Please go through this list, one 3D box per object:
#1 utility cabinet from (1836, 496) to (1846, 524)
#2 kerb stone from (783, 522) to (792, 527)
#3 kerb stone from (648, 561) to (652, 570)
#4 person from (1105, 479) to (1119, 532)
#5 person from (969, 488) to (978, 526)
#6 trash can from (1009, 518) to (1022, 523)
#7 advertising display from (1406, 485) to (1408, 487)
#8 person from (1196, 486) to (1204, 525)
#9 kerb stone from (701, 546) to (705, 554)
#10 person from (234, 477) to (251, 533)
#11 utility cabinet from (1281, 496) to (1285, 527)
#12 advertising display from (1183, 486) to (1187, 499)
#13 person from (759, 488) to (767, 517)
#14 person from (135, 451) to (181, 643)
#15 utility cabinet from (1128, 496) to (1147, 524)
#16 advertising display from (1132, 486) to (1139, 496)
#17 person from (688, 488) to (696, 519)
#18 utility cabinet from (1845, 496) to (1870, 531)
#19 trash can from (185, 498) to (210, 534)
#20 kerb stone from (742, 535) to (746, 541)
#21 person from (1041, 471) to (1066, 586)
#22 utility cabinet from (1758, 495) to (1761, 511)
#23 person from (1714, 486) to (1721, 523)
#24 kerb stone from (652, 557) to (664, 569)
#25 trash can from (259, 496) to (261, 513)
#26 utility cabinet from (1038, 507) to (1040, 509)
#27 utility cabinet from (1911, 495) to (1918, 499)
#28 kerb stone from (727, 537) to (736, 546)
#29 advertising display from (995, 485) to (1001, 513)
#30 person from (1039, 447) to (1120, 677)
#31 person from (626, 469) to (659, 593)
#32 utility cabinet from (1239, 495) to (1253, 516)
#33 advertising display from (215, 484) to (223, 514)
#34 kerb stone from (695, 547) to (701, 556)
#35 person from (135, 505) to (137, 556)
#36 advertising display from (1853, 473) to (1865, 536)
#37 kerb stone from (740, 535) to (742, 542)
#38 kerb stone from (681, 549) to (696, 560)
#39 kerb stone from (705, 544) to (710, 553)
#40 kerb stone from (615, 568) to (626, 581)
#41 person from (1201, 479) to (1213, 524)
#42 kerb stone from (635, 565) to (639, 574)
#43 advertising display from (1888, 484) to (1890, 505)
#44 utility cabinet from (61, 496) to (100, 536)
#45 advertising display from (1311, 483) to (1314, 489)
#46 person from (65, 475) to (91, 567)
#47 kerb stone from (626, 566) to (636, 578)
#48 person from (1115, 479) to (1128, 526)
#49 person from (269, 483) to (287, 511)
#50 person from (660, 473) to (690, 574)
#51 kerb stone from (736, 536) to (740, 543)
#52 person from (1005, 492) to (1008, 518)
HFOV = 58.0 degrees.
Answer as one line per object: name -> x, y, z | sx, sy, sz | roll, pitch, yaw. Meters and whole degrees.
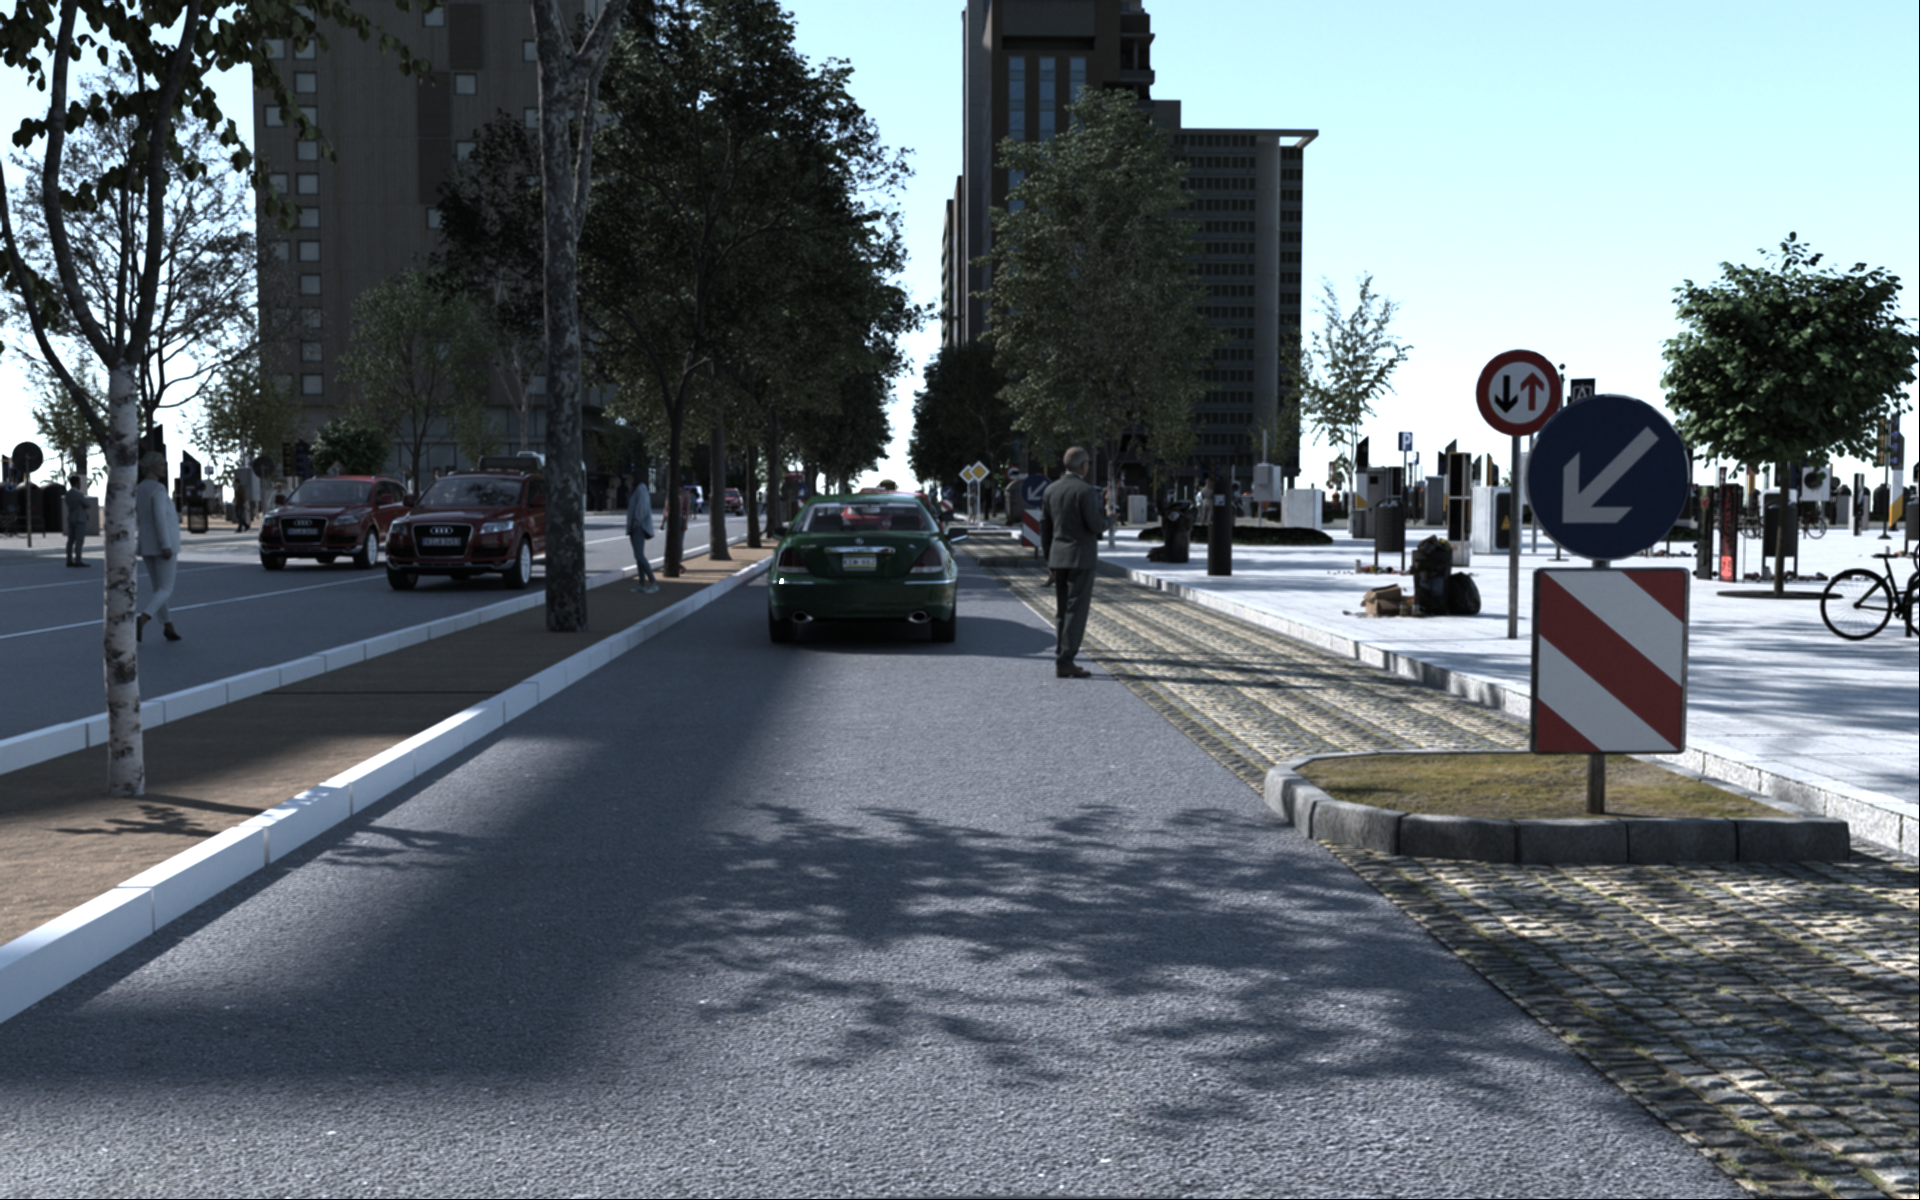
utility cabinet -> 37.877, -3.823, 73.673 | 1.020, 1.237, 0.306 | 2, 4, 28
kerb stone -> -7.604, -3.307, 76.267 | 0.120, 0.150, 1.000 | 0, 4, -2
kerb stone -> -5.828, -0.579, 31.754 | 0.120, 0.150, 1.000 | 0, 4, -2
person -> 5.119, -3.195, 58.262 | 0.573, 1.828, 0.580 | -2, 4, -25
person -> 0.580, -4.108, 76.662 | 0.512, 1.701, 0.522 | 1, 4, 21
trash can -> 2.452, -3.955, 76.313 | 0.748, 1.137, 0.748 | 0, 3, 0
advertising display -> 32.918, -7.561, 128.835 | 0.123, 1.923, 0.974 | -2, 4, -27
person -> 10.061, -3.946, 72.367 | 0.330, 1.601, 0.589 | 0, 4, -6
kerb stone -> -6.200, -1.145, 40.964 | 0.120, 0.150, 1.000 | 0, 4, -2
person -> -24.016, -3.170, 57.775 | 0.656, 1.842, 0.836 | 1, 4, 15
utility cabinet -> 13.012, -3.463, 67.783 | 0.306, 1.237, 1.020 | -2, 4, -33
advertising display -> 18.189, -8.251, 140.124 | 0.123, 1.923, 0.974 | 1, 4, 17
person -> -12.028, -6.019, 106.750 | 0.661, 1.843, 0.795 | 3, 5, 42
person -> -7.770, -0.506, 16.657 | 0.514, 1.842, 0.818 | 1, 4, 16
utility cabinet -> 7.638, -3.874, 74.501 | 0.306, 1.237, 1.020 | 3, 5, 42
advertising display -> 13.787, -8.108, 137.781 | 0.974, 1.923, 0.123 | 2, 4, 35
person -> -15.338, -5.522, 99.026 | 0.529, 1.795, 0.600 | -1, 4, -15
utility cabinet -> 31.622, -3.045, 60.948 | 0.306, 1.237, 1.020 | 0, 4, 6
trash can -> -24.867, -2.743, 56.494 | 0.748, 1.137, 0.748 | 0, 3, 0
kerb stone -> -6.646, -1.836, 52.220 | 0.120, 0.150, 1.000 | 0, 4, -2
person -> 1.521, -1.106, 26.859 | 0.573, 1.790, 0.520 | 0, 4, -3
utility cabinet -> 52.991, -6.280, 113.834 | 1.020, 1.237, 0.306 | -1, 4, -9
person -> 29.118, -3.540, 66.342 | 0.622, 1.834, 0.822 | -3, 5, -43
kerb stone -> -5.916, -0.704, 33.808 | 0.120, 0.150, 1.000 | 0, 4, -2
trash can -> -45.998, -6.203, 113.065 | 0.748, 1.137, 0.748 | 0, 3, 0
utility cabinet -> 3.601, -4.771, 89.165 | 1.020, 1.237, 0.306 | -1, 4, -21
utility cabinet -> 56.593, -5.649, 103.520 | 0.306, 1.237, 1.020 | -1, 4, -22
kerb stone -> -6.523, -1.640, 49.148 | 0.120, 0.150, 1.000 | 0, 4, -2
advertising display -> 2.510, -6.869, 117.525 | 0.123, 1.923, 0.974 | -2, 4, -30
person -> 0.954, -0.306, 13.686 | 0.590, 1.801, 0.661 | -3, 5, -42
person -> -4.618, -1.001, 25.137 | 0.793, 1.790, 0.793 | 3, 5, 41
utility cabinet -> 16.688, -5.457, 100.390 | 1.020, 1.237, 0.306 | 1, 4, 21
advertising display -> -48.927, -6.648, 113.901 | 0.123, 1.923, 0.974 | 2, 4, 32
kerb stone -> -6.154, -1.083, 39.943 | 0.120, 0.150, 1.000 | 0, 4, -2
person -> -19.245, -1.677, 40.192 | 0.394, 1.301, 0.425 | -2, 4, -32
advertising display -> 27.601, -2.935, 53.203 | 0.123, 1.923, 0.974 | 3, 4, 37
kerb stone -> -6.608, -1.774, 51.197 | 0.120, 0.150, 1.000 | 0, 4, -2
kerb stone -> -6.114, -1.020, 38.916 | 0.120, 0.150, 1.000 | 0, 4, -2
kerb stone -> -6.247, -1.208, 41.988 | 0.120, 0.150, 1.000 | 0, 4, -2
kerb stone -> -5.717, -0.397, 28.686 | 0.120, 0.150, 1.000 | 0, 4, -2
person -> 8.321, -3.160, 57.988 | 0.520, 1.790, 0.573 | 1, 4, 19
kerb stone -> -5.790, -0.516, 30.730 | 0.120, 0.150, 1.000 | 0, 4, -2
advertising display -> 59.621, -6.492, 111.357 | 0.123, 1.923, 0.974 | 1, 4, 13
utility cabinet -> -27.158, -2.589, 53.493 | 1.020, 1.237, 0.306 | -2, 4, -26
advertising display -> 20.329, -5.789, 99.861 | 0.123, 1.923, 0.974 | 1, 4, 14
person -> -17.382, -1.560, 34.184 | 0.511, 1.800, 0.466 | 1, 4, 17
kerb stone -> -5.745, -0.456, 29.709 | 0.120, 0.150, 1.000 | 0, 4, -2
person -> 6.487, -3.984, 70.543 | 0.474, 1.900, 0.648 | -2, 4, -28
person -> -20.128, -2.573, 51.057 | 0.515, 1.767, 0.782 | 2, 4, 25
person -> -5.115, -1.379, 31.061 | 0.555, 1.821, 0.388 | 1, 4, 9
kerb stone -> -6.564, -1.707, 50.176 | 0.120, 0.150, 1.000 | 0, 4, -2
person -> 2.630, -5.183, 91.351 | 0.480, 1.755, 0.524 | 3, 4, 36
